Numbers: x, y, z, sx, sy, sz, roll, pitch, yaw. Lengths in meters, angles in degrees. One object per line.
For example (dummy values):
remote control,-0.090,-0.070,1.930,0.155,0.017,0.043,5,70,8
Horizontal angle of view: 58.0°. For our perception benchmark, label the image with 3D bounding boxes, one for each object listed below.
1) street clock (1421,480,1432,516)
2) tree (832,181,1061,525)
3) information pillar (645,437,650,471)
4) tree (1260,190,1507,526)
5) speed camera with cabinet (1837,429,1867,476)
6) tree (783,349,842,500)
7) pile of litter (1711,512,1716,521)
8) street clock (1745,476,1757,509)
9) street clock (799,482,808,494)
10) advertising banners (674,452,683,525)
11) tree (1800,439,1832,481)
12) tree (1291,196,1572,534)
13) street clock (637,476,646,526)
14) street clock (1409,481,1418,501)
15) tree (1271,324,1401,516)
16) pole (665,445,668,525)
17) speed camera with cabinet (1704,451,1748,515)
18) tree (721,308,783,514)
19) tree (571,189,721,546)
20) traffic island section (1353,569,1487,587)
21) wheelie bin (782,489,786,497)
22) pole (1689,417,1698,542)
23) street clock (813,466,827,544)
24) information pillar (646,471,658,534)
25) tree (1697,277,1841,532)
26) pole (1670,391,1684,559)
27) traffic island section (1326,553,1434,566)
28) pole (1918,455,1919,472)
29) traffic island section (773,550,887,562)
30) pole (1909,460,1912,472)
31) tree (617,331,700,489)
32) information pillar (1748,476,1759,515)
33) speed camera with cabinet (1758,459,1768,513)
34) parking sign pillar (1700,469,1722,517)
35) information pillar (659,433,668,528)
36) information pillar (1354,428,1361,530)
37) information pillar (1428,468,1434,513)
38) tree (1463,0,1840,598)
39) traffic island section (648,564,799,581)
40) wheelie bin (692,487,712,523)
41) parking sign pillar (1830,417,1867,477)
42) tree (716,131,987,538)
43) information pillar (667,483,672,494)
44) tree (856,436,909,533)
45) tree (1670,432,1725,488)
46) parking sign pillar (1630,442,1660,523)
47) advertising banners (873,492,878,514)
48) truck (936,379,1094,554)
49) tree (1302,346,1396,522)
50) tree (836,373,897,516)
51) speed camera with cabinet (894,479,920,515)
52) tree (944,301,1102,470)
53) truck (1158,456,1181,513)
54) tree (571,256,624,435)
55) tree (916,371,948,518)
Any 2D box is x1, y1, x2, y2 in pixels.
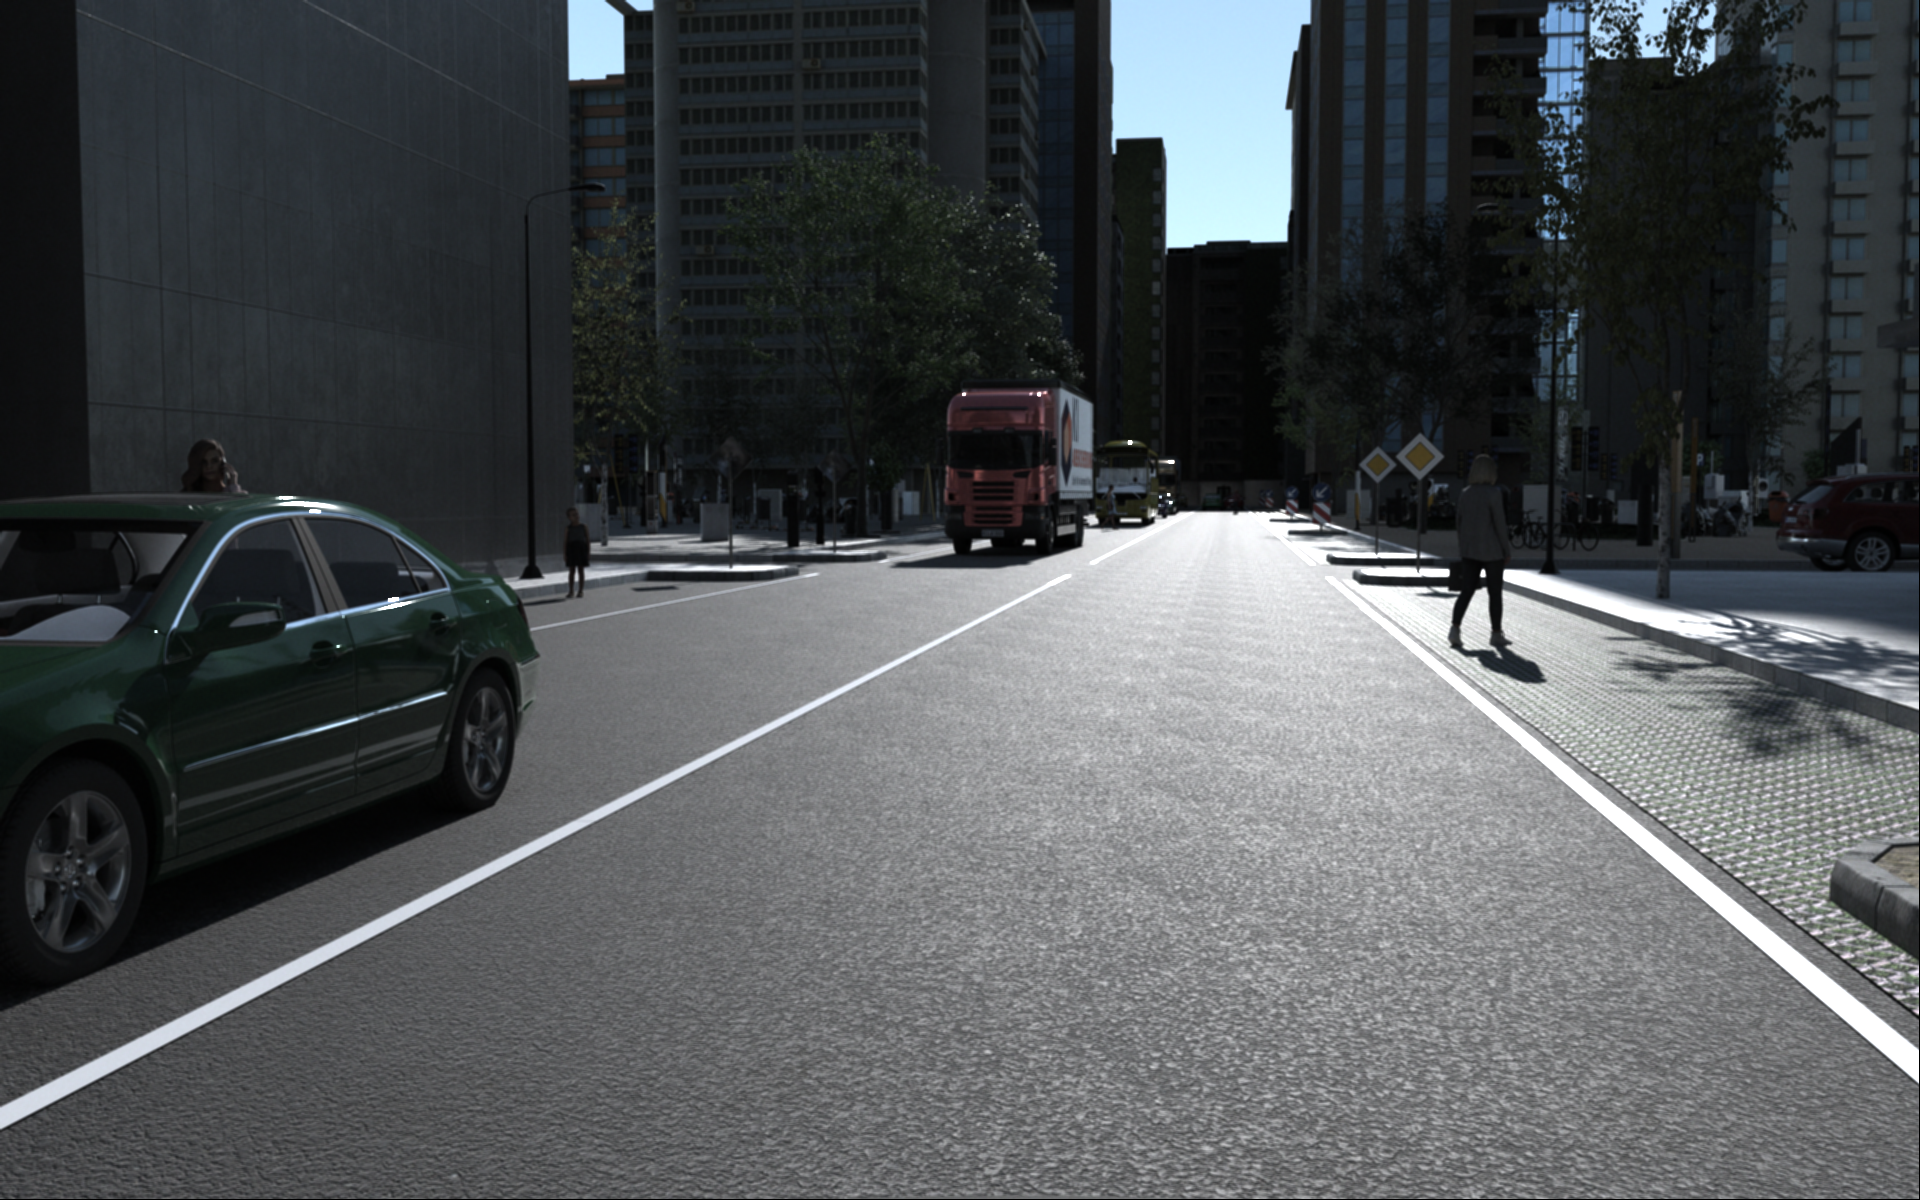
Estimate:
street clock,22.918,-4.928,85.147,0.471,2.002,0.358,0,4,2
tree,-0.509,-10.067,71.252,9.857,13.997,8.962,0,3,0
information pillar,-12.871,-4.900,71.463,0.183,3.616,0.504,-1,4,-23
tree,17.021,-9.787,70.380,12.009,13.543,11.850,0,3,0
speed camera with cabinet,27.918,-3.607,53.305,2.038,3.252,0.660,-2,4,-24
tree,-8.091,-8.371,87.226,4.360,8.622,3.978,0,3,0
pile of litter,37.089,-4.277,83.901,1.176,0.858,1.719,-3,5,-42
street clock,32.330,-4.052,70.817,0.471,2.002,0.358,-2,4,-33
street clock,-8.899,-5.737,98.362,0.471,2.002,0.358,2,4,27
advertising banners,-11.897,-4.704,73.095,0.090,3.025,2.074,0,4,0
tree,51.813,-7.304,103.128,4.285,4.588,4.351,0,3,0
tree,14.816,-7.387,55.185,8.767,10.594,7.601,1,4,10
street clock,-12.576,-3.930,68.827,0.471,2.002,0.358,2,4,28
street clock,25.756,-5.742,98.449,0.471,2.002,0.358,-1,4,-17
tree,22.374,-10.830,102.832,9.928,11.665,9.643,0,3,0
pole,-12.267,-4.775,71.906,0.158,3.312,0.155,0,3,0
speed camera with cabinet,34.700,-5.142,78.403,0.660,3.252,2.038,-2,4,-25
tree,-9.650,-7.285,69.466,4.360,8.622,3.978,0,3,0
tree,-8.733,-5.651,42.759,4.360,8.622,3.978,0,3,0
traffic island section,7.474,-0.361,28.185,2.009,0.180,2.903,1,4,9
wheelie bin,-11.175,-6.044,106.726,0.980,1.594,0.693,1,4,11
pole,19.555,-3.201,46.171,0.158,3.312,0.155,0,3,0
street clock,-3.567,-2.425,44.212,0.358,2.002,0.471,0,4,5
information pillar,-9.823,-3.103,55.227,0.304,2.012,0.304,0,4,5
tree,27.132,-6.630,58.766,4.360,8.622,3.978,0,3,0
pole,14.160,-2.471,34.243,0.158,3.312,0.155,0,3,0
traffic island section,8.695,-0.844,36.076,2.009,0.180,2.903,1,4,9
pole,49.789,-5.878,89.942,0.158,3.312,0.155,0,3,0
traffic island section,-2.759,-0.952,37.848,2.009,0.180,2.903,1,4,9
pole,56.831,-6.719,103.693,0.158,3.312,0.155,0,3,0
tree,-13.960,-7.846,78.651,4.737,8.622,4.395,0,3,0
information pillar,32.720,-4.094,71.435,0.304,2.012,0.304,3,5,45
speed camera with cabinet,44.979,-6.384,98.713,2.038,3.252,0.660,-1,4,-10
parking sign pillar,41.340,-6.541,95.415,1.447,3.967,1.447,-2,4,-26
information pillar,-11.393,-4.586,66.336,0.183,3.616,0.504,1,4,12
information pillar,14.148,-4.295,61.581,0.183,3.616,0.504,1,4,22
information pillar,25.284,-6.244,93.446,0.504,3.616,0.183,0,4,1
tree,8.445,-4.330,21.163,4.737,8.622,4.395,0,3,0
traffic island section,-3.981,-0.469,29.956,2.009,0.180,2.903,1,4,9
wheelie bin,-11.365,-4.187,76.367,0.980,1.594,0.693,3,5,44
parking sign pillar,31.412,-4.452,61.269,1.447,3.967,1.447,-1,4,-15
tree,-3.033,-7.664,51.059,9.928,11.665,9.643,0,3,0
information pillar,-18.645,-6.508,110.902,0.304,2.012,0.304,1,4,10
tree,-2.628,-3.828,57.188,1.663,3.219,1.824,0,3,0
tree,37.534,-6.436,88.946,4.285,4.588,4.351,0,3,0
parking sign pillar,30.514,-5.412,76.952,1.447,3.967,1.447,-3,4,-38
advertising banners,-4.883,-7.120,112.606,2.074,3.025,0.090,3,5,41
truck,1.643,-3.408,44.627,2.839,4.237,11.283,1,4,10
tree,18.172,-7.912,79.729,4.737,8.622,4.395,0,3,0
tree,-5.306,-9.137,99.754,4.737,8.622,4.395,0,3,0
speed camera with cabinet,-3.306,-6.798,105.480,0.660,3.252,2.038,-3,5,-41
tree,3.787,-11.210,100.295,9.611,12.733,9.660,0,3,0
truck,15.257,-8.671,130.681,2.839,4.237,11.283,1,4,9
tree,-14.483,-7.483,56.756,7.601,10.594,8.767,0,4,6
tree,-1.077,-8.702,92.641,4.360,8.622,3.978,0,3,0
